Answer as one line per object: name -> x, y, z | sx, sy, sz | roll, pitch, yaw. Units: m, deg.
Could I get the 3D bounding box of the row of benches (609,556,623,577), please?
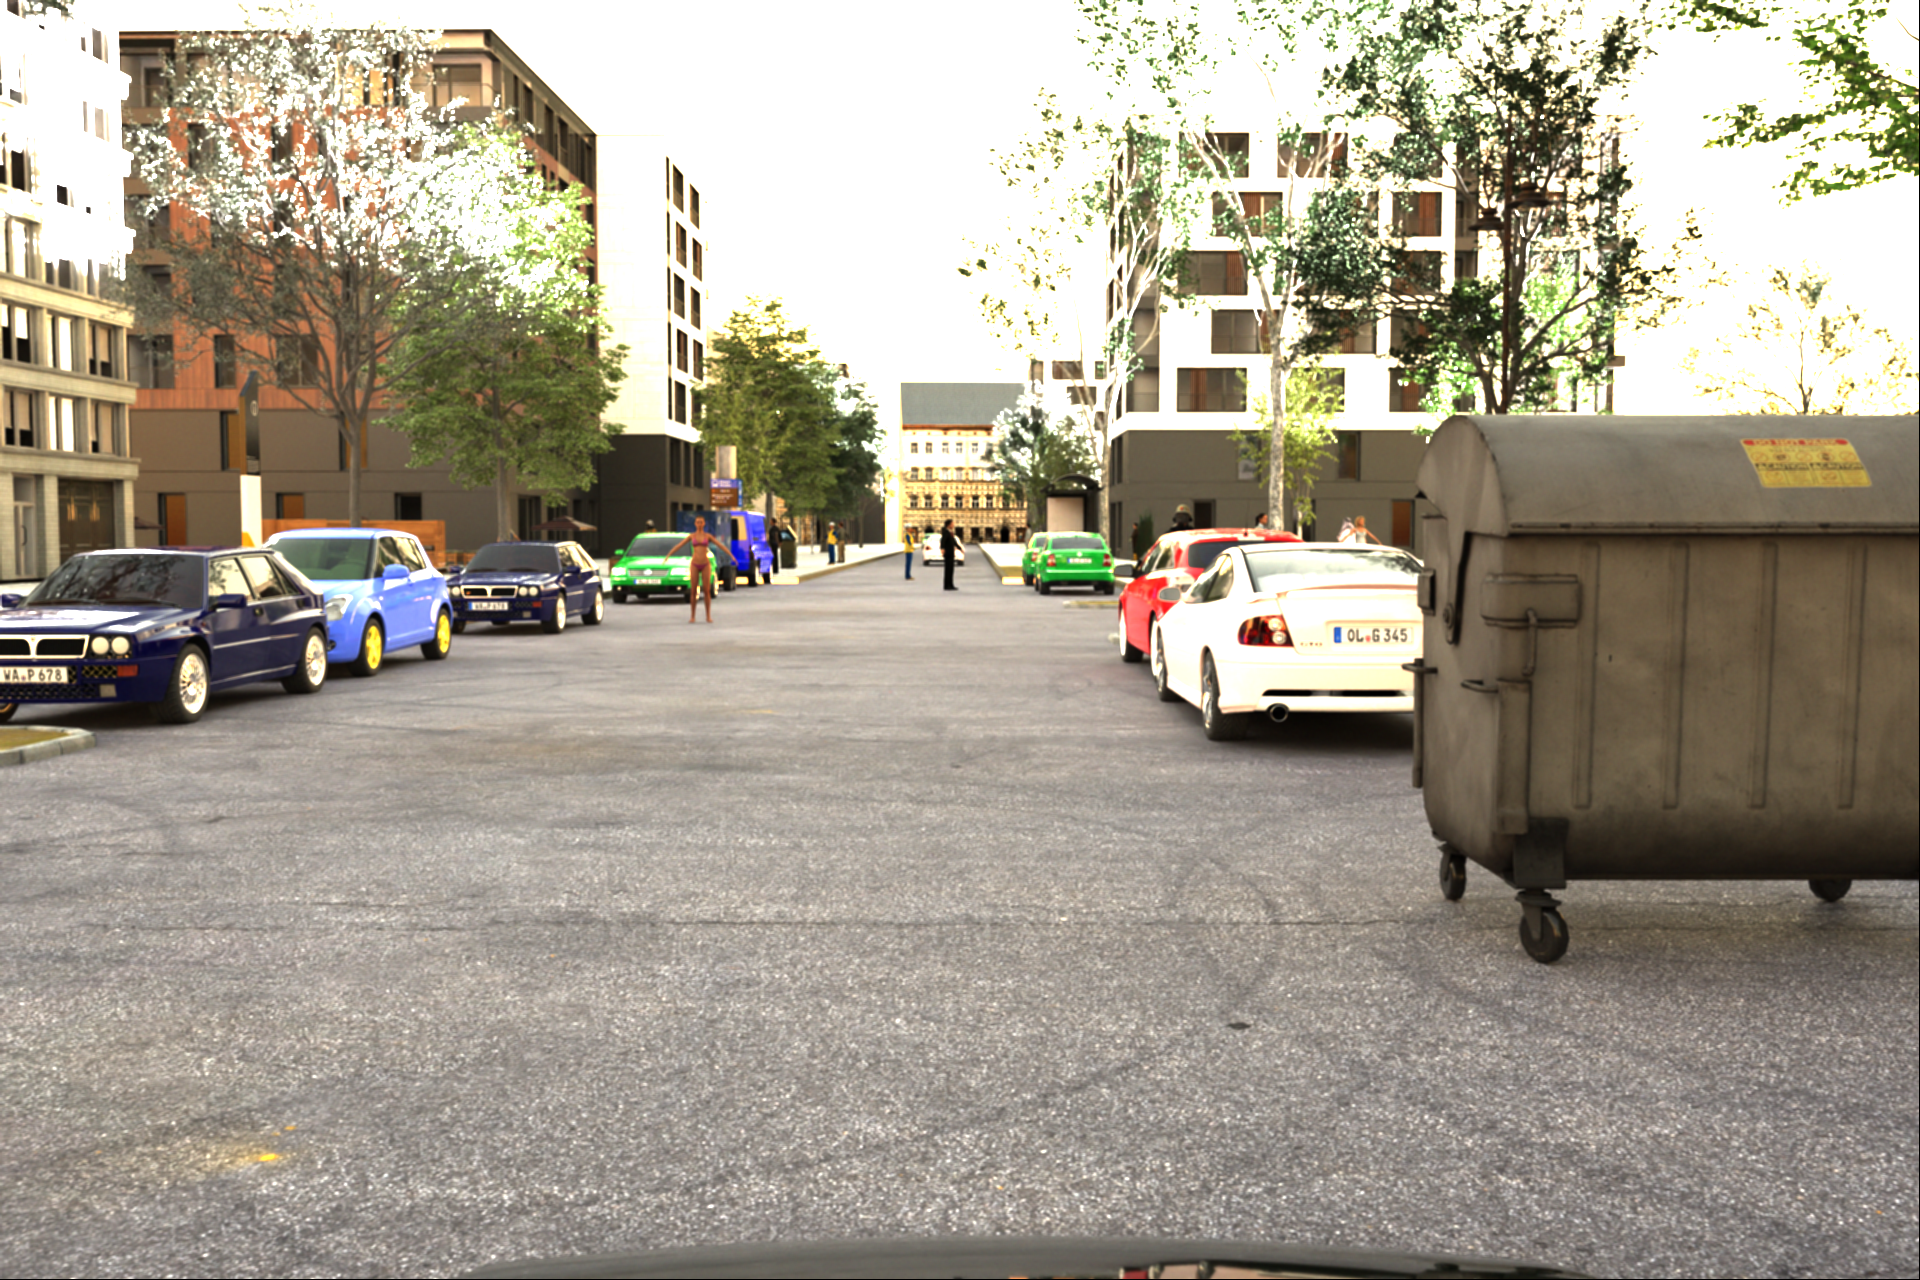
row of benches -> -10.153, -2.317, 53.341 | 1.422, 0.672, 4.104 | 0, 4, -1

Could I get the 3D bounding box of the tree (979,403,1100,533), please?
tree -> 5.861, -11.532, 122.968 | 8.767, 10.594, 7.601 | -1, 4, -18

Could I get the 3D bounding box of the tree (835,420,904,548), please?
tree -> -8.924, -14.113, 156.501 | 9.928, 11.665, 9.643 | 0, 3, 0

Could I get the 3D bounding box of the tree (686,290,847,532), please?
tree -> -9.389, -9.992, 81.499 | 7.486, 12.596, 7.792 | 0, 3, 0

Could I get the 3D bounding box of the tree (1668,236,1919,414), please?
tree -> 26.804, -7.299, 53.744 | 8.767, 10.594, 7.601 | 0, 4, 3

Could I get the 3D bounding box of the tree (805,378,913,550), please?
tree -> -9.298, -13.812, 136.202 | 12.009, 13.543, 11.850 | 0, 3, 0

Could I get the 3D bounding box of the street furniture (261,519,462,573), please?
street furniture -> -20.409, -3.032, 56.421 | 11.010, 1.723, 9.812 | -1, 4, -9

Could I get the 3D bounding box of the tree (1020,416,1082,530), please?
tree -> 5.848, -9.684, 108.693 | 4.737, 8.622, 4.395 | 0, 3, 0

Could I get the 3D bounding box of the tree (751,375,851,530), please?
tree -> -9.331, -10.013, 98.122 | 7.601, 10.594, 8.767 | -3, 5, -44

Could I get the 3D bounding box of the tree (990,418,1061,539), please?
tree -> 6.417, -13.920, 153.349 | 9.928, 11.665, 9.643 | 0, 3, 0

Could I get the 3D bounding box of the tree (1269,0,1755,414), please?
tree -> 8.040, -5.637, 26.572 | 7.601, 10.594, 8.767 | -2, 4, -28

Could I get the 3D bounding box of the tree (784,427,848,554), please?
tree -> -9.335, -9.767, 110.054 | 4.737, 8.622, 4.395 | 0, 3, 0

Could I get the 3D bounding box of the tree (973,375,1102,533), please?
tree -> 6.179, -13.693, 134.254 | 12.009, 13.543, 11.850 | 0, 3, 0

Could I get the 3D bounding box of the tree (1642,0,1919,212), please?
tree -> 9.058, -5.394, 13.941 | 9.928, 11.665, 9.643 | 0, 3, 0

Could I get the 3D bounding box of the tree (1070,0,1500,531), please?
tree -> 10.085, -11.658, 46.505 | 12.611, 20.169, 13.585 | 0, 3, 0

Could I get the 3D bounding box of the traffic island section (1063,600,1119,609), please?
traffic island section -> 3.037, -0.687, 34.097 | 1.991, 0.108, 1.994 | 0, 3, 0

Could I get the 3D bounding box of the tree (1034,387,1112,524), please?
tree -> 5.725, -8.323, 86.443 | 4.360, 8.622, 3.978 | 0, 3, 0

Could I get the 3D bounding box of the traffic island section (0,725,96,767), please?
traffic island section -> -6.823, 0.713, 11.206 | 1.991, 0.108, 1.994 | 0, 4, 1

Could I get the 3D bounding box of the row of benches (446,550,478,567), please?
row of benches -> -18.904, -3.214, 68.014 | 4.104, 0.672, 1.422 | 1, 4, 22

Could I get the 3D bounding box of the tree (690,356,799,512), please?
tree -> -9.140, -7.451, 72.182 | 4.737, 8.622, 4.395 | 0, 3, 0

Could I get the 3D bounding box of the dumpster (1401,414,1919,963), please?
dumpster -> 2.644, 0.120, 6.252 | 1.865, 1.857, 1.264 | 0, 4, 0

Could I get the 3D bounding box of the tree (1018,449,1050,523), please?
tree -> 6.857, -11.862, 144.301 | 4.360, 8.622, 3.978 | 0, 3, 0

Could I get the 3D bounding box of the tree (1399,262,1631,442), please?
tree -> 20.416, -8.469, 64.217 | 9.928, 11.665, 9.643 | 0, 3, 0

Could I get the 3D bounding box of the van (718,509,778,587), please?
van -> -6.408, -2.704, 48.590 | 2.240, 2.365, 5.245 | 0, 4, 0

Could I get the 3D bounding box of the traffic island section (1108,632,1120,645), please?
traffic island section -> 2.992, -0.010, 23.022 | 1.991, 0.108, 1.994 | 0, 3, 0

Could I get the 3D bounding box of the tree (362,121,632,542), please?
tree -> -13.260, -7.988, 48.730 | 7.486, 12.596, 7.792 | 0, 3, 0

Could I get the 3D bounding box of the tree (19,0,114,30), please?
tree -> -12.346, -6.320, 13.710 | 12.009, 13.543, 11.850 | 0, 3, 0

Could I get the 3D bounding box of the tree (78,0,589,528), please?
tree -> -12.884, -7.716, 36.531 | 12.009, 13.543, 11.850 | 0, 3, 0

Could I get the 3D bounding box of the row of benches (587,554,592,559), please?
row of benches -> -11.809, -2.322, 53.423 | 1.422, 0.672, 4.104 | 0, 4, -7

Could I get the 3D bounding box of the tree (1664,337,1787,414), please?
tree -> 28.262, -7.036, 65.396 | 4.360, 8.622, 3.978 | 0, 3, 0

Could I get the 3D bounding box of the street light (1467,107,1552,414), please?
street light -> 6.094, -2.849, 19.377 | 0.468, 5.910, 1.993 | 0, 3, 0

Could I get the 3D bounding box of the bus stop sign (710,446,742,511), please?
bus stop sign -> -6.999, -3.845, 51.880 | 0.837, 3.901, 0.837 | 0, 4, 1

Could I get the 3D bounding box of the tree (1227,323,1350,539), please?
tree -> 11.434, -6.652, 59.122 | 4.737, 8.622, 4.395 | 0, 3, 0

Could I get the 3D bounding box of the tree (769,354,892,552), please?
tree -> -9.518, -13.099, 120.821 | 9.857, 13.997, 8.962 | 0, 3, 0

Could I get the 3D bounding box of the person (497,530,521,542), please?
person -> -18.253, -3.923, 69.996 | 0.705, 1.847, 1.347 | 2, 4, 28

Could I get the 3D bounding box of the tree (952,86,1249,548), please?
tree -> 5.673, -13.290, 73.187 | 12.611, 20.169, 13.585 | 0, 3, 0

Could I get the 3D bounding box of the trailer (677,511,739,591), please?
trailer -> -6.438, -2.204, 43.082 | 1.471, 1.999, 3.904 | 0, 4, 0
